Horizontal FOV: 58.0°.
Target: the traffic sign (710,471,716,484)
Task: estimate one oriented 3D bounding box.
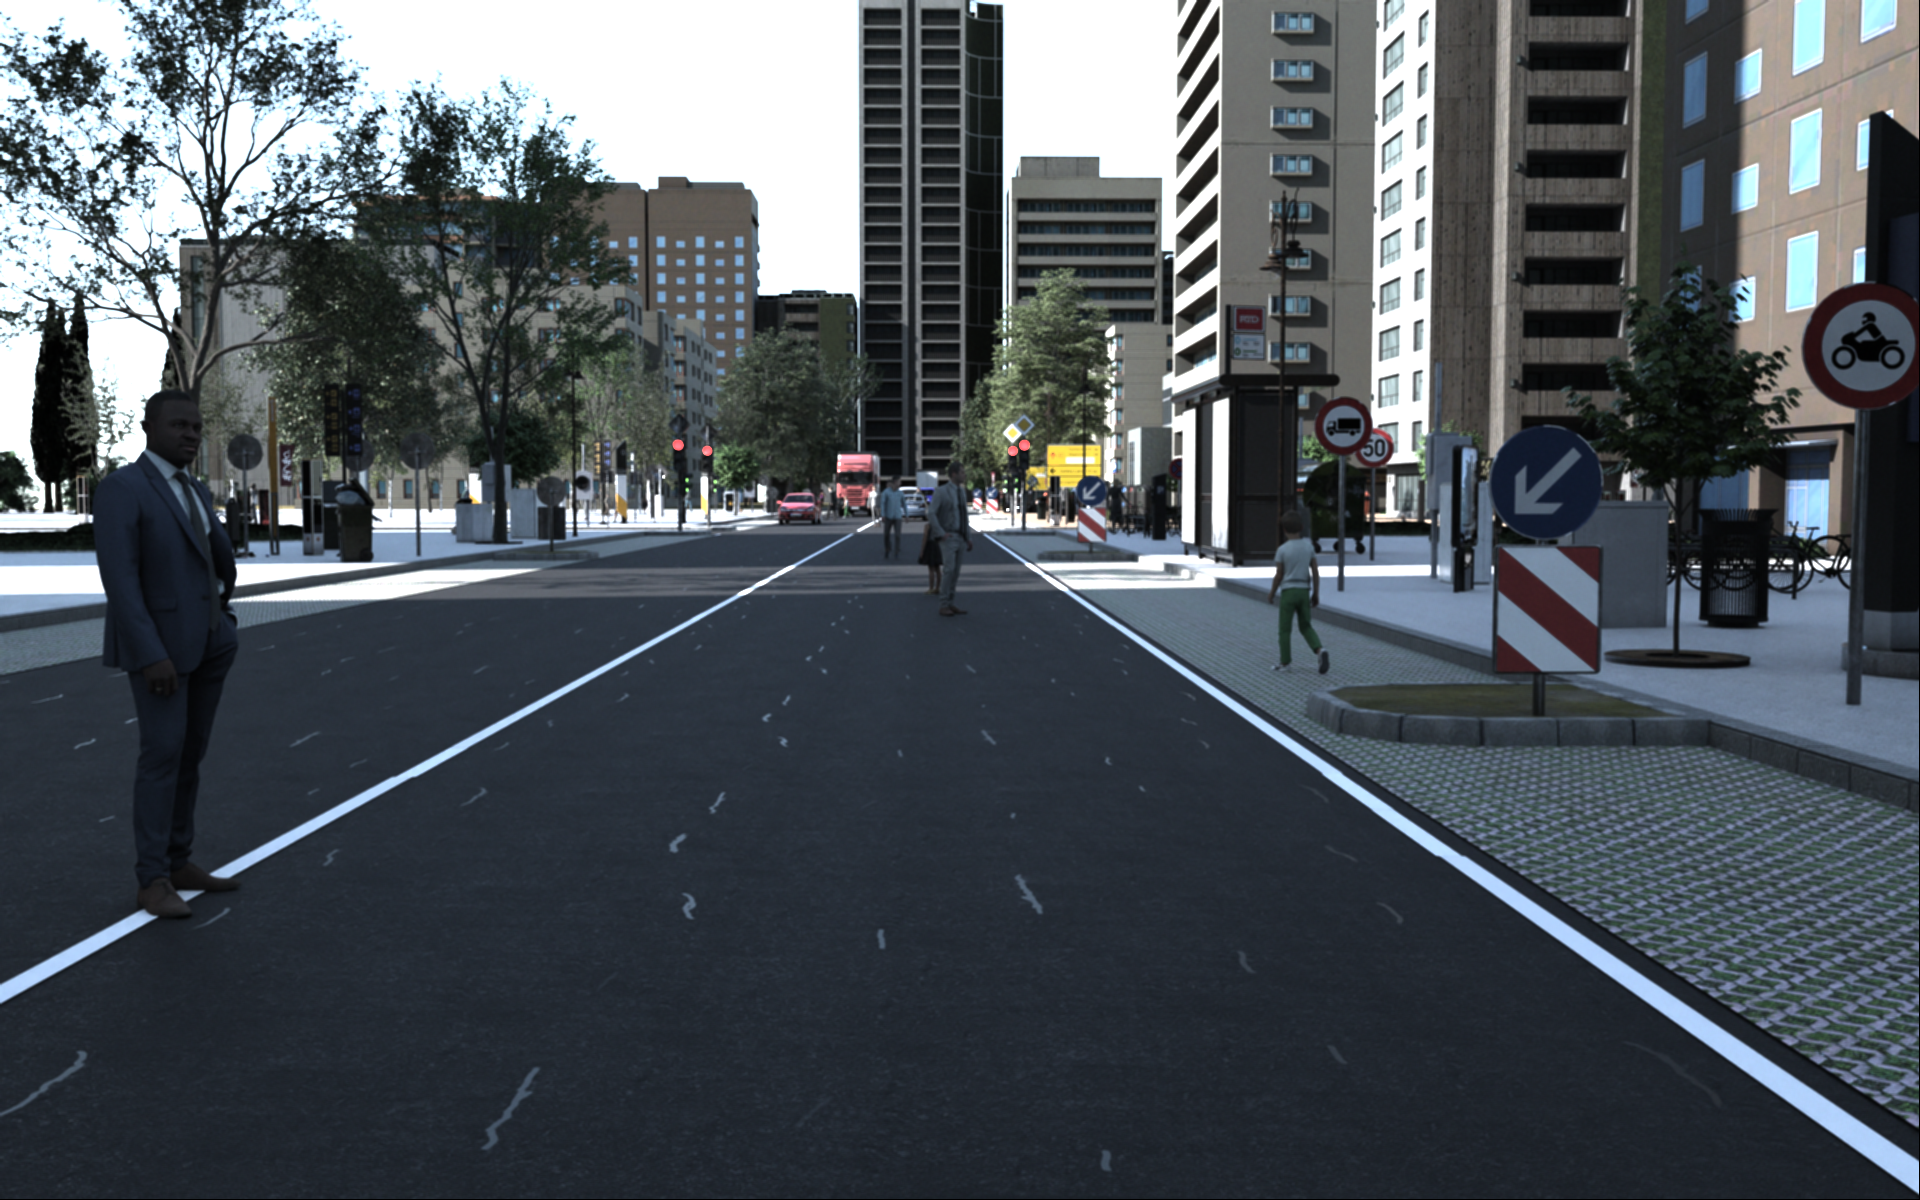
[{"bbox_3d":[-12.946,-5.447,89.171,0.768,2.556,0.104,0,4,2],"label":"traffic sign"}]

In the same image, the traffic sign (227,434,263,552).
[{"bbox_3d":[-15.220,-2.249,36.876,0.768,2.556,0.104,0,4,1],"label":"traffic sign"}]

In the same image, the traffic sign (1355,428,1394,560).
[{"bbox_3d":[7.970,-2.038,33.430,0.768,2.556,0.104,0,4,3],"label":"traffic sign"}]

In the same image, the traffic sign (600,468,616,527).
[{"bbox_3d":[-13.652,-3.978,67.167,0.606,2.300,0.079,0,4,3],"label":"traffic sign"}]

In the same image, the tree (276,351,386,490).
[{"bbox_3d":[-31.483,-8.235,84.999,4.737,8.622,4.395,0,3,0],"label":"tree"}]

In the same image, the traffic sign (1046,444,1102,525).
[{"bbox_3d":[4.654,-4.697,70.669,2.265,3.308,0.079,0,4,6],"label":"traffic sign"}]

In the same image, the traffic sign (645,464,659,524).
[{"bbox_3d":[-13.094,-4.530,74.177,0.768,2.556,0.104,0,4,4],"label":"traffic sign"}]

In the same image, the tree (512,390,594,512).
[{"bbox_3d":[-26.647,-9.812,110.792,4.737,8.622,4.395,0,3,0],"label":"tree"}]

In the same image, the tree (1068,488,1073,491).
[{"bbox_3d":[7.266,-7.222,112.688,1.663,3.219,1.824,0,3,0],"label":"tree"}]

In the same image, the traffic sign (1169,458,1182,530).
[{"bbox_3d":[7.736,-3.732,61.119,0.768,2.556,0.104,0,4,0],"label":"traffic sign"}]

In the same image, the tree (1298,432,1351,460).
[{"bbox_3d":[17.830,-6.275,86.310,4.285,4.588,4.351,0,3,0],"label":"tree"}]

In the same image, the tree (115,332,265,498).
[{"bbox_3d":[-34.424,-7.785,77.641,4.360,8.622,3.978,0,3,0],"label":"tree"}]

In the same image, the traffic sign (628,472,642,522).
[{"bbox_3d":[-14.888,-4.723,79.344,0.606,2.300,0.079,0,4,1],"label":"traffic sign"}]

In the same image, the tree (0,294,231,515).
[{"bbox_3d":[-59.609,-13.317,119.556,18.604,14.587,13.155,-1,4,-10],"label":"tree"}]

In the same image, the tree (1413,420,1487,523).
[{"bbox_3d":[21.533,-5.661,76.278,4.285,4.588,4.351,0,3,0],"label":"tree"}]

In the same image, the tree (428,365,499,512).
[{"bbox_3d":[-28.208,-9.135,99.717,4.360,8.622,3.978,0,3,0],"label":"tree"}]

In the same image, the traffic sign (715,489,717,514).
[{"bbox_3d":[-15.761,-6.837,111.889,0.768,2.556,0.104,0,4,0],"label":"traffic sign"}]

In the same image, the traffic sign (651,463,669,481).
[{"bbox_3d":[-12.669,-4.489,73.124,0.795,2.593,0.064,0,4,3],"label":"traffic sign"}]

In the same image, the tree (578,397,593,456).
[{"bbox_3d":[-22.818,-9.574,90.941,7.601,10.594,8.767,2,4,33],"label":"tree"}]

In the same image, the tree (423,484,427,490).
[{"bbox_3d":[-38.267,-10.789,126.758,4.360,8.622,3.978,0,3,0],"label":"tree"}]

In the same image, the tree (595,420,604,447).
[{"bbox_3d":[-28.178,-10.771,126.468,4.737,8.622,4.395,0,3,0],"label":"tree"}]

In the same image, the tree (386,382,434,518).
[{"bbox_3d":[-30.547,-8.725,93.012,4.737,8.622,4.395,0,3,0],"label":"tree"}]

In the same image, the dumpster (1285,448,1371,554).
[{"bbox_3d":[8.034,-2.163,37.851,1.502,2.255,1.985,0,4,-1],"label":"dumpster"}]

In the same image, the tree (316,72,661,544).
[{"bbox_3d":[-11.965,-7.245,44.214,9.928,11.665,9.643,0,3,0],"label":"tree"}]

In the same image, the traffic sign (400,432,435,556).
[{"bbox_3d":[-11.218,-2.184,35.819,0.768,2.556,0.104,0,4,8],"label":"traffic sign"}]

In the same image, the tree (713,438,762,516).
[{"bbox_3d":[-13.061,-7.159,100.762,4.285,4.588,4.351,0,3,0],"label":"tree"}]

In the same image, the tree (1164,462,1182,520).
[{"bbox_3d":[11.096,-5.681,87.478,1.663,3.219,1.824,0,3,0],"label":"tree"}]

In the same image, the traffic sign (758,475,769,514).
[{"bbox_3d":[-12.925,-6.962,113.933,0.768,2.556,0.104,0,4,4],"label":"traffic sign"}]

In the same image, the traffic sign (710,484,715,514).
[{"bbox_3d":[-15.654,-6.737,110.156,0.884,2.594,0.081,0,4,8],"label":"traffic sign"}]

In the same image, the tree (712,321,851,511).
[{"bbox_3d":[-14.370,-13.590,128.844,9.857,13.997,8.962,0,3,0],"label":"tree"}]

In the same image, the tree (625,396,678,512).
[{"bbox_3d":[-22.458,-10.647,124.446,4.737,8.622,4.395,0,3,0],"label":"tree"}]

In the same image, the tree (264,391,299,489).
[{"bbox_3d":[-37.799,-8.559,90.309,4.360,8.622,3.978,0,3,0],"label":"tree"}]

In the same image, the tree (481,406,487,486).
[{"bbox_3d":[-35.957,-11.315,135.363,4.737,8.622,4.395,0,3,0],"label":"tree"}]

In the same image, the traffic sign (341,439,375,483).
[{"bbox_3d":[-13.692,-2.403,39.394,0.768,2.556,0.104,0,4,1],"label":"traffic sign"}]

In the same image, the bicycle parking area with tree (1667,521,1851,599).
[{"bbox_3d":[12.986,-2.230,23.464,9.016,4.147,8.231,3,5,39],"label":"bicycle parking area with tree"}]

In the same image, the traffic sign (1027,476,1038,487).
[{"bbox_3d":[5.183,-7.574,123.944,0.768,2.556,0.104,0,4,0],"label":"traffic sign"}]

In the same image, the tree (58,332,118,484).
[{"bbox_3d":[-39.126,-7.876,79.138,4.360,8.622,3.978,0,3,0],"label":"tree"}]

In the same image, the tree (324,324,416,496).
[{"bbox_3d":[-36.400,-11.424,104.901,7.486,12.596,7.792,0,3,0],"label":"tree"}]

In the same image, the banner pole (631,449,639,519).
[{"bbox_3d":[-16.818,-6.067,89.214,0.401,3.779,0.863,-2,4,-30],"label":"banner pole"}]

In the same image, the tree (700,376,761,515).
[{"bbox_3d":[-14.150,-9.567,106.784,4.360,8.622,3.978,0,3,0],"label":"tree"}]

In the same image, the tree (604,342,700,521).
[{"bbox_3d":[-14.937,-8.117,83.070,4.360,8.622,3.978,0,3,0],"label":"tree"}]

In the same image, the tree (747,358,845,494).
[{"bbox_3d":[-13.983,-13.787,142.426,9.611,12.733,9.660,0,3,0],"label":"tree"}]

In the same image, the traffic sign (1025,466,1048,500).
[{"bbox_3d":[5.894,-8.107,126.423,2.265,3.308,0.079,0,4,-1],"label":"traffic sign"}]

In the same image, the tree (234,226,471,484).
[{"bbox_3d":[-26.112,-9.621,74.312,9.611,12.733,9.660,0,3,0],"label":"tree"}]

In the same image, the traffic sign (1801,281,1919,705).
[{"bbox_3d":[5.448,-0.635,10.483,0.768,2.556,0.104,0,4,4],"label":"traffic sign"}]

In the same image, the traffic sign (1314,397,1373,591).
[{"bbox_3d":[5.035,-1.389,22.818,0.768,2.556,0.104,0,4,1],"label":"traffic sign"}]

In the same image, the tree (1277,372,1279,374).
[{"bbox_3d":[18.339,-9.429,104.530,4.737,8.622,4.395,0,3,0],"label":"tree"}]

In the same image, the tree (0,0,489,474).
[{"bbox_3d":[-11.694,-5.613,26.186,7.601,10.594,8.767,2,4,25],"label":"tree"}]

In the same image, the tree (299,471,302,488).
[{"bbox_3d":[-36.460,-8.903,95.922,4.360,8.622,3.978,0,3,0],"label":"tree"}]
